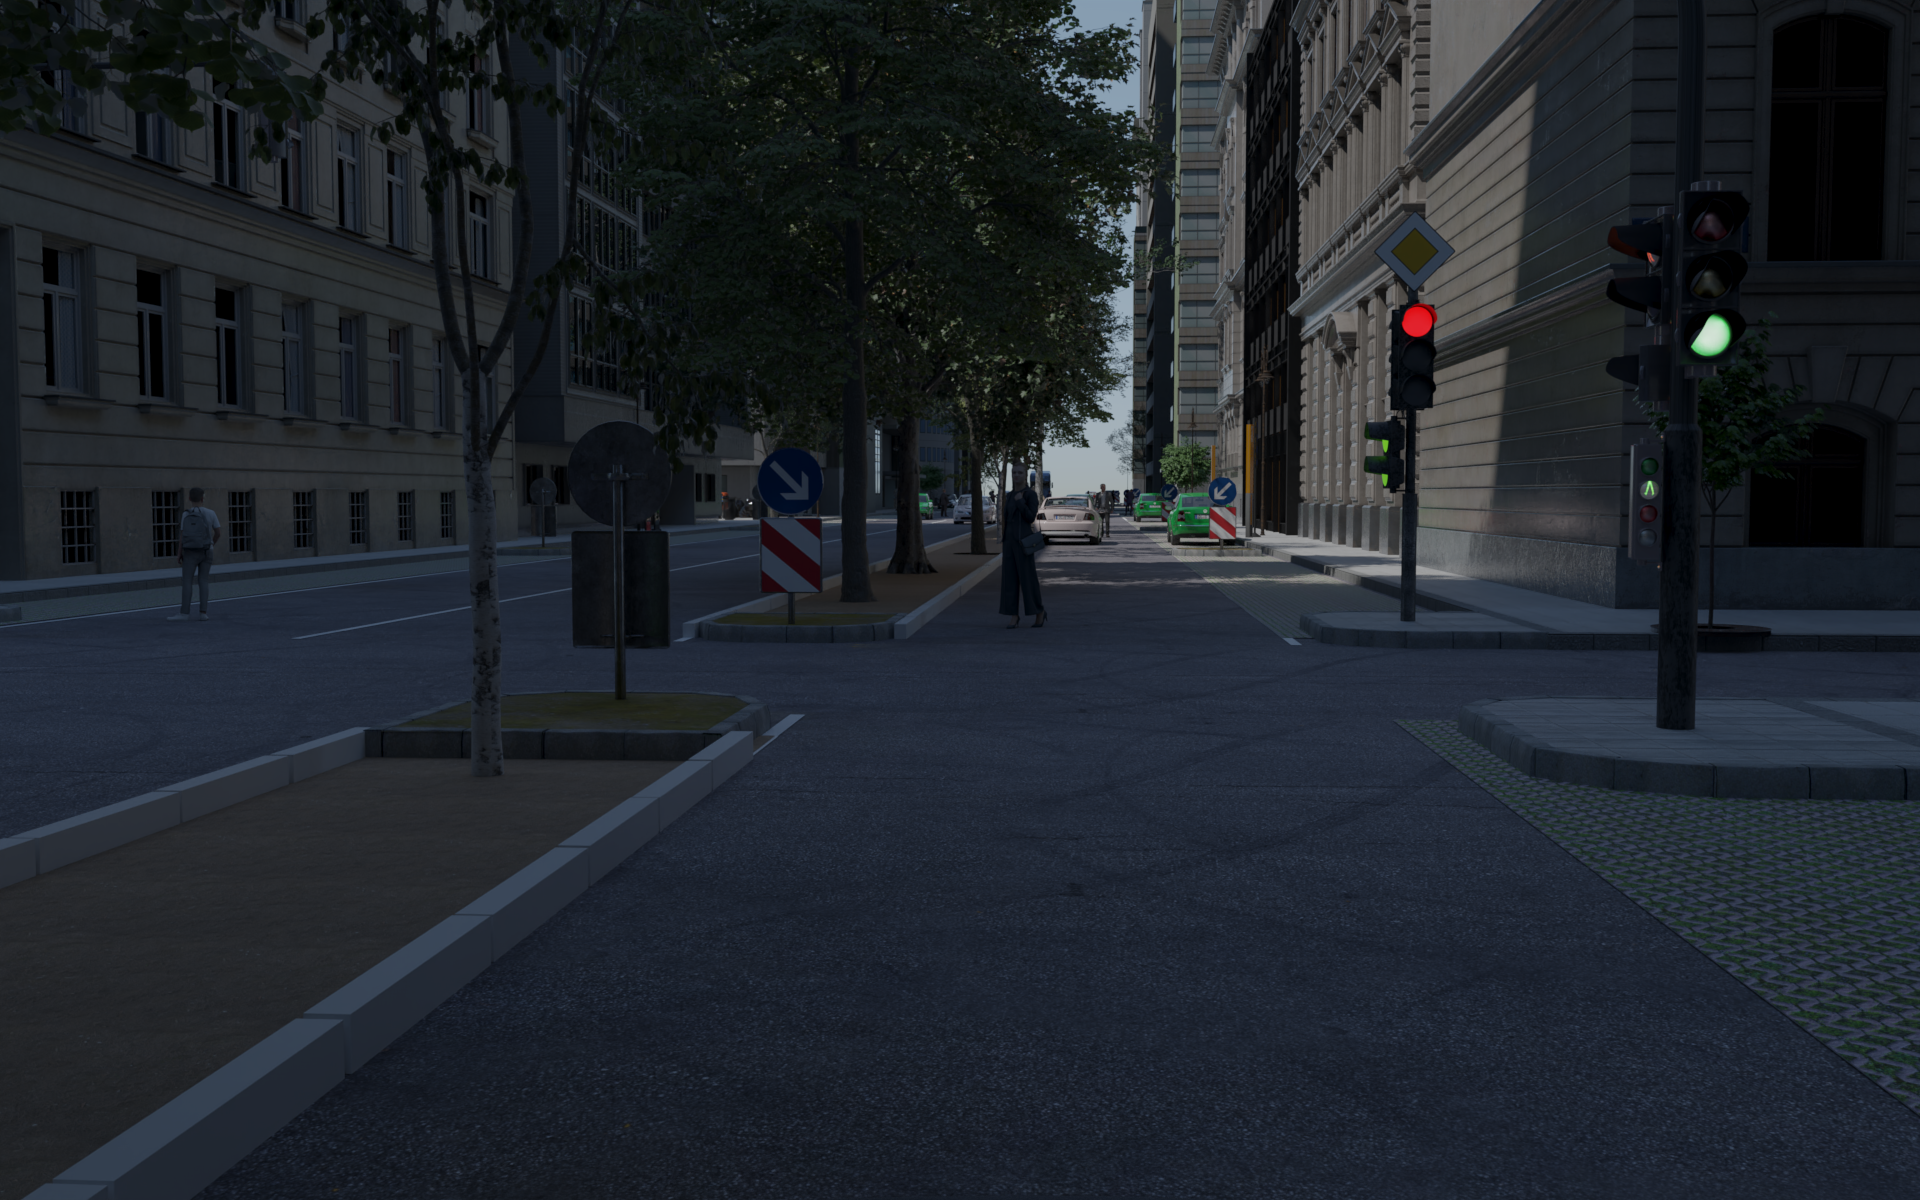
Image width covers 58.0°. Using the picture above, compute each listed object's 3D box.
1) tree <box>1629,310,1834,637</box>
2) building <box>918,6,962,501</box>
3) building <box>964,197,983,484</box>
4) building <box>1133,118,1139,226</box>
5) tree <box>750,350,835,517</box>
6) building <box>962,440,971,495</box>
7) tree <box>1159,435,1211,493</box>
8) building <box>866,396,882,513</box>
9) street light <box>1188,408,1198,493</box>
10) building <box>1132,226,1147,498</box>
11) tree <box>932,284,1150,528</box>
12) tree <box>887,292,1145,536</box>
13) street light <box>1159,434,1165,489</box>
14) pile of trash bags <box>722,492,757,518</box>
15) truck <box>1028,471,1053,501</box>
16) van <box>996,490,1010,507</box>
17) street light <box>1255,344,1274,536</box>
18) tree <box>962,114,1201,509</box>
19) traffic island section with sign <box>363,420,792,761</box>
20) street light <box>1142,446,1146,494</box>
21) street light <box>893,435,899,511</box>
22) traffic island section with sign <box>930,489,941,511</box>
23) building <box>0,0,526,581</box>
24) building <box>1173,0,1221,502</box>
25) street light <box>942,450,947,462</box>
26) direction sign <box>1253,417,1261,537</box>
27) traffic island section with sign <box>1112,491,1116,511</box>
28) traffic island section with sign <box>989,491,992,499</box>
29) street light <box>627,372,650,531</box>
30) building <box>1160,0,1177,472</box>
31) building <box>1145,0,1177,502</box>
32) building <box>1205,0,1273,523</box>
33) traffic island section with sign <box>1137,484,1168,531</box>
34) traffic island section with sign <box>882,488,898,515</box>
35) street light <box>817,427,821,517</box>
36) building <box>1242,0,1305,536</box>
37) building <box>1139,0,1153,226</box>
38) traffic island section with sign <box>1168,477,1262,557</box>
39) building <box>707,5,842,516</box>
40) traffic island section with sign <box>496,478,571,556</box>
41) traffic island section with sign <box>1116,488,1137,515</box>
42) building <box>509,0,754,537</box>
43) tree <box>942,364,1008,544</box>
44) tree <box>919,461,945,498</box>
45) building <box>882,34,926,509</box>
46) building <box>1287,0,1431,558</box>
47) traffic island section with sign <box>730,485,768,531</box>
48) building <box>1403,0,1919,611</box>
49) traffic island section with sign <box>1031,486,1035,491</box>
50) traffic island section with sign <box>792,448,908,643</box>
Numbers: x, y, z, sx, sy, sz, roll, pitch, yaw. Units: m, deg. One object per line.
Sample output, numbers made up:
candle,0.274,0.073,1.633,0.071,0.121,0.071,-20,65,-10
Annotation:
tree,7.076,-1.302,15.896,1.663,3.219,1.824,0,3,0
building,-11.284,-39.706,191.188,21.231,58.520,28.212,0,4,4
building,-8.342,-35.453,234.285,22.147,44.769,28.867,0,4,4
building,37.694,-39.548,235.851,28.713,52.752,27.495,0,4,4
tree,-9.718,-9.404,88.174,8.767,10.594,7.601,-3,5,-43
building,-6.171,-26.981,212.839,14.160,30.474,14.107,0,4,4
tree,12.726,-6.933,97.070,4.285,4.588,4.351,0,3,0
building,-16.582,-49.558,122.940,22.319,86.520,31.000,0,4,4
street light,12.277,-7.258,91.461,0.468,5.910,1.993,0,4,4
building,25.720,-25.445,187.727,14.160,30.474,14.107,0,4,4
tree,2.741,-9.783,72.772,12.009,13.543,11.850,0,3,0
tree,1.291,-7.253,55.463,8.767,10.594,7.601,0,4,4
street light,15.097,-9.596,129.686,0.468,5.910,1.993,0,4,4
pile of trash bags,-11.908,-5.074,92.704,1.912,1.369,3.447,1,4,22
truck,9.745,-13.234,206.135,2.967,4.110,18.799,0,4,4
van,4.847,-11.233,190.676,2.013,2.044,4.112,0,4,3
street light,9.369,-4.934,53.452,0.468,5.910,1.993,0,4,4
tree,5.139,-13.908,85.745,12.611,20.169,13.585,0,3,0
traffic island section with sign,-2.177,-0.128,10.228,2.006,1.907,1.989,0,4,4
street light,17.858,-11.922,167.706,0.468,5.910,1.993,0,4,4
street light,-4.923,-9.847,133.778,0.468,5.910,1.993,0,4,4
traffic island section with sign,-2.138,-8.315,144.582,1.989,1.847,2.006,0,4,4
building,-20.497,-12.241,33.419,16.112,22.955,30.059,0,4,4
building,20.296,-25.886,106.837,14.154,41.232,14.086,0,4,4
street light,-1.554,-12.565,178.220,0.468,5.910,1.993,0,4,4
direction sign,8.785,-3.640,51.512,0.379,3.537,0.876,1,4,15
traffic island section with sign,13.760,-8.261,143.696,1.989,1.847,2.006,0,4,4
traffic island section with sign,4.155,-13.398,227.682,1.989,1.847,2.006,0,4,4
street light,-10.697,-5.182,57.506,0.468,5.910,1.993,0,4,4
building,27.308,-31.133,128.638,23.786,49.044,30.456,0,4,4
building,27.846,-32.535,155.654,21.300,48.544,21.600,0,4,4
building,18.924,-17.886,79.819,14.401,28.519,23.554,0,4,4
traffic island section with sign,7.984,-3.584,67.229,1.989,1.847,2.006,0,4,4
traffic island section with sign,-4.179,-6.662,117.558,1.989,1.847,2.006,0,4,4
street light,-7.824,-7.494,95.311,0.468,5.910,1.993,0,4,4
building,16.813,-14.100,60.214,12.332,23.373,15.834,0,4,4
building,31.950,-40.708,207.582,21.231,58.520,28.212,0,4,4
traffic island section with sign,5.946,-1.940,40.350,1.989,1.847,2.006,0,4,4
building,-14.411,-20.196,101.912,14.160,30.474,14.107,0,4,4
traffic island section with sign,-9.980,-1.975,40.927,1.989,1.847,2.006,0,4,4
traffic island section with sign,11.706,-6.593,116.423,1.989,1.847,2.006,0,4,4
building,-17.412,-14.954,63.561,14.314,24.678,30.058,0,4,4
tree,1.097,-5.899,49.262,4.737,8.622,4.395,0,3,0
tree,-3.031,-11.386,169.869,4.285,4.588,4.351,0,3,0
building,-17.619,-34.513,153.523,28.713,52.752,27.495,0,4,4
building,14.263,-13.033,41.960,11.050,23.489,19.941,0,4,4
traffic island section with sign,-7.904,-3.643,68.188,1.989,1.847,2.006,0,4,4
building,24.570,-12.435,22.405,34.723,24.649,14.460,0,4,4
traffic island section with sign,4.047,-5.162,92.540,2.006,1.907,1.989,0,4,4
traffic island section with sign,-1.609,-0.580,17.614,2.006,1.907,1.989,0,4,4
